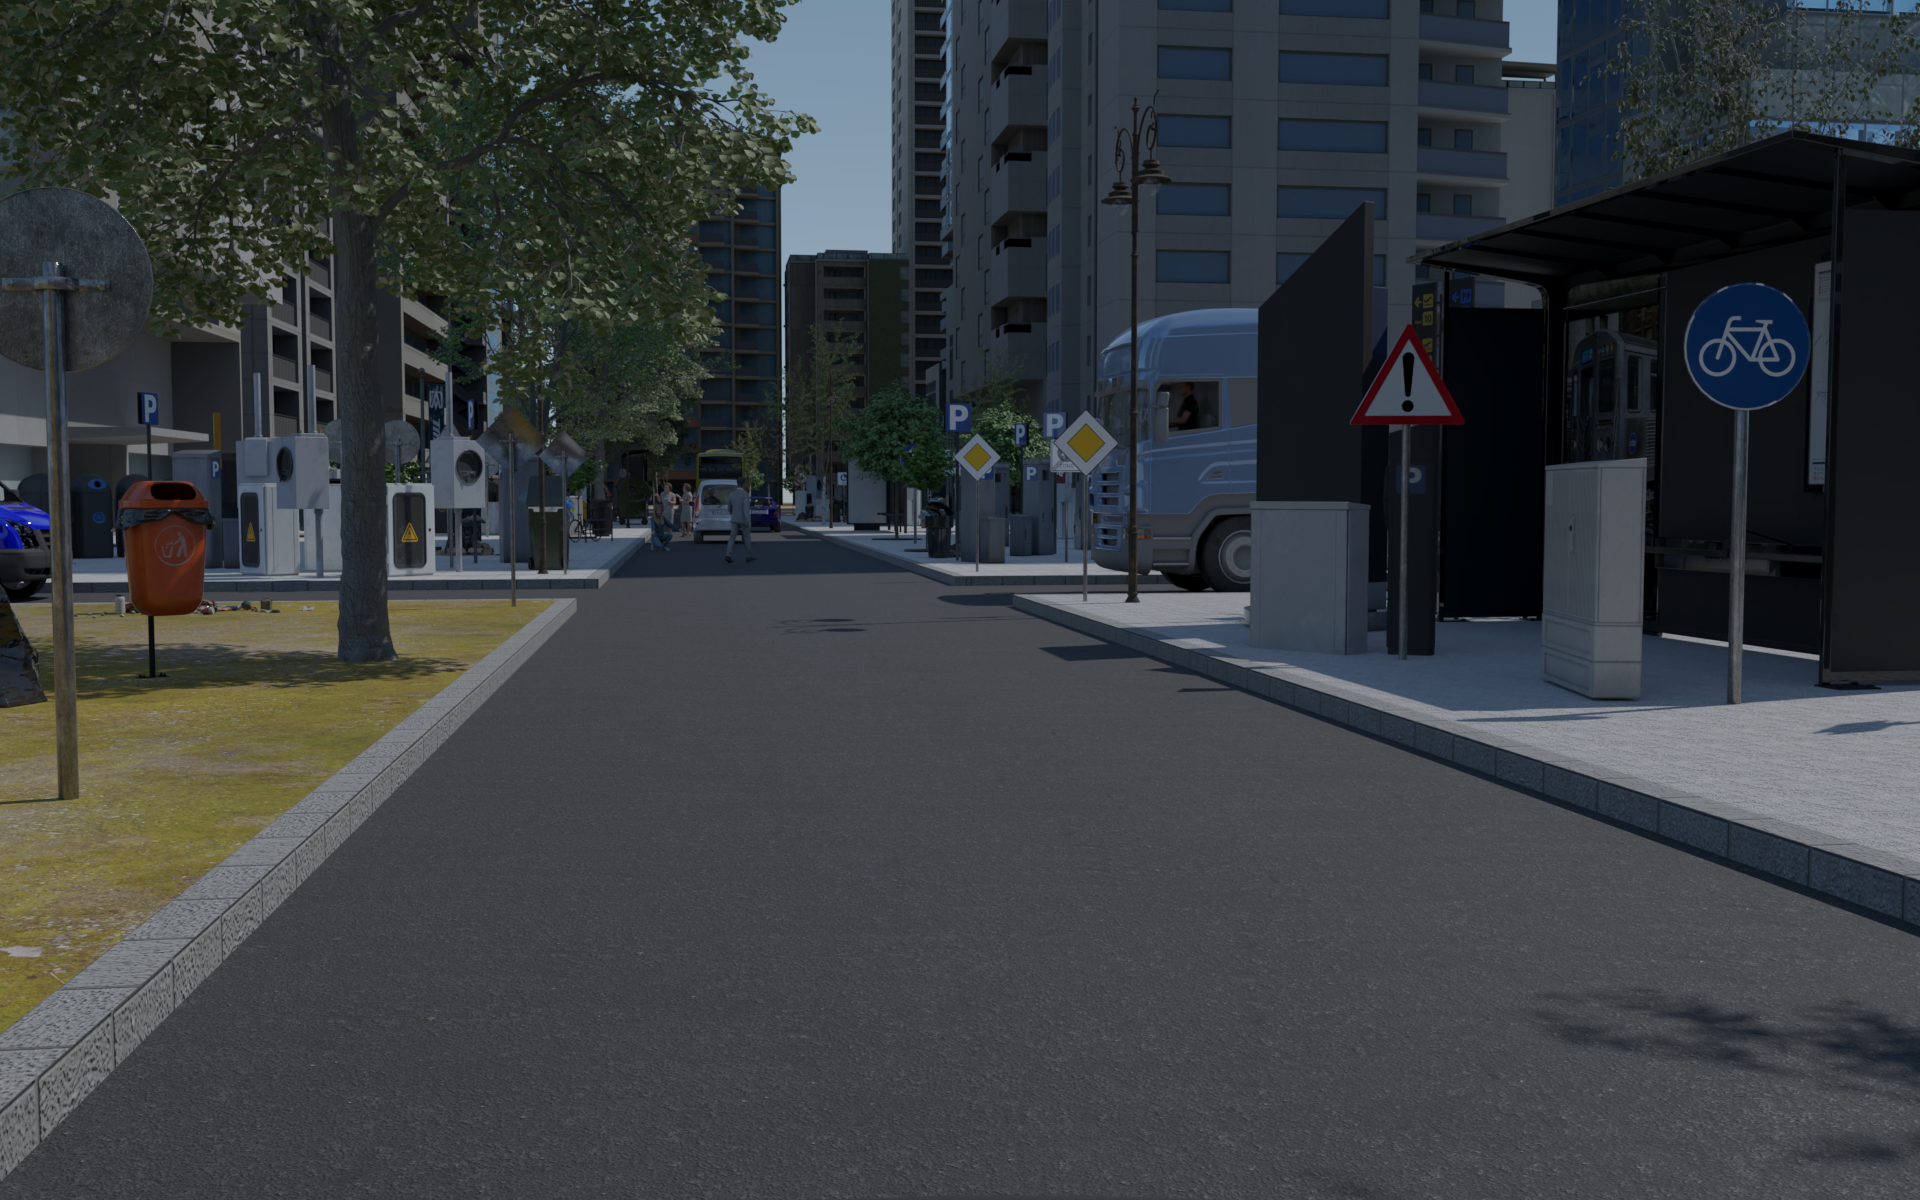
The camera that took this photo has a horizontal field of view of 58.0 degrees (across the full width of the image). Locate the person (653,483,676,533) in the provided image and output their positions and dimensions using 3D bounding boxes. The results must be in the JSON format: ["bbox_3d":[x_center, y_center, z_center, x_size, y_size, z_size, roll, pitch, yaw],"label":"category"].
[{"bbox_3d":[-9.151,-2.728,53.458,0.716,1.782,0.532,1,4,13],"label":"person"}]

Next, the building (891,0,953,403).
[{"bbox_3d":[2.882,-47.361,212.610,20.611,71.187,20.563,-1,4,-9],"label":"building"}]

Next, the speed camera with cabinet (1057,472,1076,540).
[{"bbox_3d":[2.997,-3.354,49.180,0.660,3.252,2.038,1,4,19],"label":"speed camera with cabinet"}]

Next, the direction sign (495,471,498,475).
[{"bbox_3d":[-19.464,-4.889,71.937,0.876,3.537,0.379,-1,4,-16],"label":"direction sign"}]

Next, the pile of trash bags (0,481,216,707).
[{"bbox_3d":[-6.422,-0.069,10.885,1.912,1.369,3.447,3,5,42],"label":"pile of trash bags"}]

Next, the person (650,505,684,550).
[{"bbox_3d":[-7.499,-1.833,43.973,1.012,1.151,0.738,-2,4,-33],"label":"person"}]

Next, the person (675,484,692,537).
[{"bbox_3d":[-9.183,-2.970,57.418,0.532,1.782,0.716,-2,4,-34],"label":"person"}]

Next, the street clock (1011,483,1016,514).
[{"bbox_3d":[3.016,-5.708,97.890,0.358,2.002,0.471,0,4,6],"label":"street clock"}]

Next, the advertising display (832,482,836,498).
[{"bbox_3d":[-6.664,-5.295,91.793,0.123,1.923,0.974,0,3,0],"label":"advertising display"}]

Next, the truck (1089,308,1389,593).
[{"bbox_3d":[10.610,-2.201,25.738,18.799,4.110,2.967,-1,4,-10],"label":"truck"}]

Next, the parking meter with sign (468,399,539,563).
[{"bbox_3d":[-8.230,-2.207,32.352,1.738,3.016,0.543,-2,4,-27],"label":"parking meter with sign"}]

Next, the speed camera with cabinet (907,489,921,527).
[{"bbox_3d":[-1.939,-4.549,68.713,0.660,3.252,2.038,0,4,6],"label":"speed camera with cabinet"}]

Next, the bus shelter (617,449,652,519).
[{"bbox_3d":[-17.006,-6.097,90.975,1.731,3.624,6.357,-1,4,-9],"label":"bus shelter"}]

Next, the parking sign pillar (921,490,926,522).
[{"bbox_3d":[-1.975,-5.119,72.164,1.447,3.967,1.447,-3,4,-38],"label":"parking sign pillar"}]

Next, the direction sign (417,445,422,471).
[{"bbox_3d":[-25.075,-5.411,80.461,0.379,3.537,0.876,-2,4,-30],"label":"direction sign"}]

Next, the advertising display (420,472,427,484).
[{"bbox_3d":[-15.617,-2.768,50.471,0.123,1.923,0.974,-1,4,-12],"label":"advertising display"}]

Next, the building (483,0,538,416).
[{"bbox_3d":[-65.475,-54.386,201.881,31.000,86.520,22.319,-1,4,-9],"label":"building"}]

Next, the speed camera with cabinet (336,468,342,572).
[{"bbox_3d":[-10.805,-2.095,28.596,2.038,3.252,0.660,0,4,-3],"label":"speed camera with cabinet"}]

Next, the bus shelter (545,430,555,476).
[{"bbox_3d":[-16.252,-4.557,65.788,1.731,3.624,6.357,-1,4,-9],"label":"bus shelter"}]

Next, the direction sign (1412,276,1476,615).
[{"bbox_3d":[5.129,-1.620,18.488,0.379,3.537,0.876,-2,4,-30],"label":"direction sign"}]

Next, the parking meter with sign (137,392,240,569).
[{"bbox_3d":[-13.139,-2.053,29.825,1.738,3.016,0.543,0,4,2],"label":"parking meter with sign"}]

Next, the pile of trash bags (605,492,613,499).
[{"bbox_3d":[-18.469,-4.530,83.825,3.447,1.369,1.912,1,4,10],"label":"pile of trash bags"}]

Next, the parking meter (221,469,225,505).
[{"bbox_3d":[-14.565,-1.716,33.774,0.255,1.863,0.399,2,4,35],"label":"parking meter"}]

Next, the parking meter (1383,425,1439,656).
[{"bbox_3d":[3.598,-0.497,13.844,0.399,1.863,0.255,1,4,22],"label":"parking meter"}]

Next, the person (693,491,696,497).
[{"bbox_3d":[-24.100,-9.104,158.019,0.621,1.740,0.551,3,5,40],"label":"person"}]

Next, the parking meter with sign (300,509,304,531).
[{"bbox_3d":[-23.285,-3.892,59.894,0.543,3.016,1.738,3,5,42],"label":"parking meter with sign"}]

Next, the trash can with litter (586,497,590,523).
[{"bbox_3d":[-16.408,-3.931,75.662,0.624,1.170,1.055,0,4,5],"label":"trash can with litter"}]

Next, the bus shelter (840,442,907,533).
[{"bbox_3d":[-2.844,-3.956,58.610,2.014,3.302,5.546,-1,4,-9],"label":"bus shelter"}]

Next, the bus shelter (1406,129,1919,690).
[{"bbox_3d":[5.748,-1.415,14.414,1.731,3.624,6.357,-1,4,-9],"label":"bus shelter"}]

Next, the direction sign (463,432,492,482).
[{"bbox_3d":[-17.754,-4.378,63.585,0.876,3.537,0.379,-1,4,-16],"label":"direction sign"}]

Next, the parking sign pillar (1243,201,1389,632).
[{"bbox_3d":[3.477,-1.723,16.649,1.447,3.967,1.447,-3,4,-38],"label":"parking sign pillar"}]

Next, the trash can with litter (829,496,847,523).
[{"bbox_3d":[-5.385,-4.086,78.195,1.055,1.170,0.624,1,4,15],"label":"trash can with litter"}]

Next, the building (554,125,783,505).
[{"bbox_3d":[-35.732,-33.858,208.206,28.867,44.769,22.147,-1,4,-9],"label":"building"}]

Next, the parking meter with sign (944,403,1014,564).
[{"bbox_3d":[0.319,-2.222,32.591,0.543,3.016,1.738,-2,4,-26],"label":"parking meter with sign"}]

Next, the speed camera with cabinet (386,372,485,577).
[{"bbox_3d":[-8.501,-2.029,27.517,0.660,3.252,2.038,2,4,32],"label":"speed camera with cabinet"}]

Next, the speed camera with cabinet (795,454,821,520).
[{"bbox_3d":[-7.443,-5.552,85.107,0.660,3.252,2.038,1,4,18],"label":"speed camera with cabinet"}]

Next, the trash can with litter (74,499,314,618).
[{"bbox_3d":[-8.216,-0.470,18.745,2.233,1.210,1.678,0,4,-6],"label":"trash can with litter"}]

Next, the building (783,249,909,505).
[{"bbox_3d":[-13.753,-26.674,207.814,14.107,30.474,14.160,-1,4,-9],"label":"building"}]

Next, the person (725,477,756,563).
[{"bbox_3d":[-4.626,-1.684,36.313,0.678,1.792,0.850,2,4,31],"label":"person"}]

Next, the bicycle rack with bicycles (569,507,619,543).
[{"bbox_3d":[-10.670,-2.014,46.315,2.852,0.926,2.925,1,4,12],"label":"bicycle rack with bicycles"}]

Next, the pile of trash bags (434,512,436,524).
[{"bbox_3d":[-12.856,-1.806,39.280,1.912,1.369,3.447,-2,4,-26],"label":"pile of trash bags"}]

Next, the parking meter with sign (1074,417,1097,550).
[{"bbox_3d":[2.953,-2.671,39.940,0.543,3.016,1.738,0,4,-8],"label":"parking meter with sign"}]

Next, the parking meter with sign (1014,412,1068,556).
[{"bbox_3d":[1.621,-2.448,36.283,0.543,3.016,1.738,2,4,30],"label":"parking meter with sign"}]

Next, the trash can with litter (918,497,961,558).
[{"bbox_3d":[-0.307,-1.443,34.983,0.624,1.170,1.055,3,4,38],"label":"trash can with litter"}]

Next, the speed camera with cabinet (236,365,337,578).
[{"bbox_3d":[-10.566,-1.997,26.991,2.038,3.252,0.660,3,5,44],"label":"speed camera with cabinet"}]

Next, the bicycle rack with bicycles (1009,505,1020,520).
[{"bbox_3d":[3.663,-4.033,79.319,2.925,0.926,2.852,0,4,0],"label":"bicycle rack with bicycles"}]
